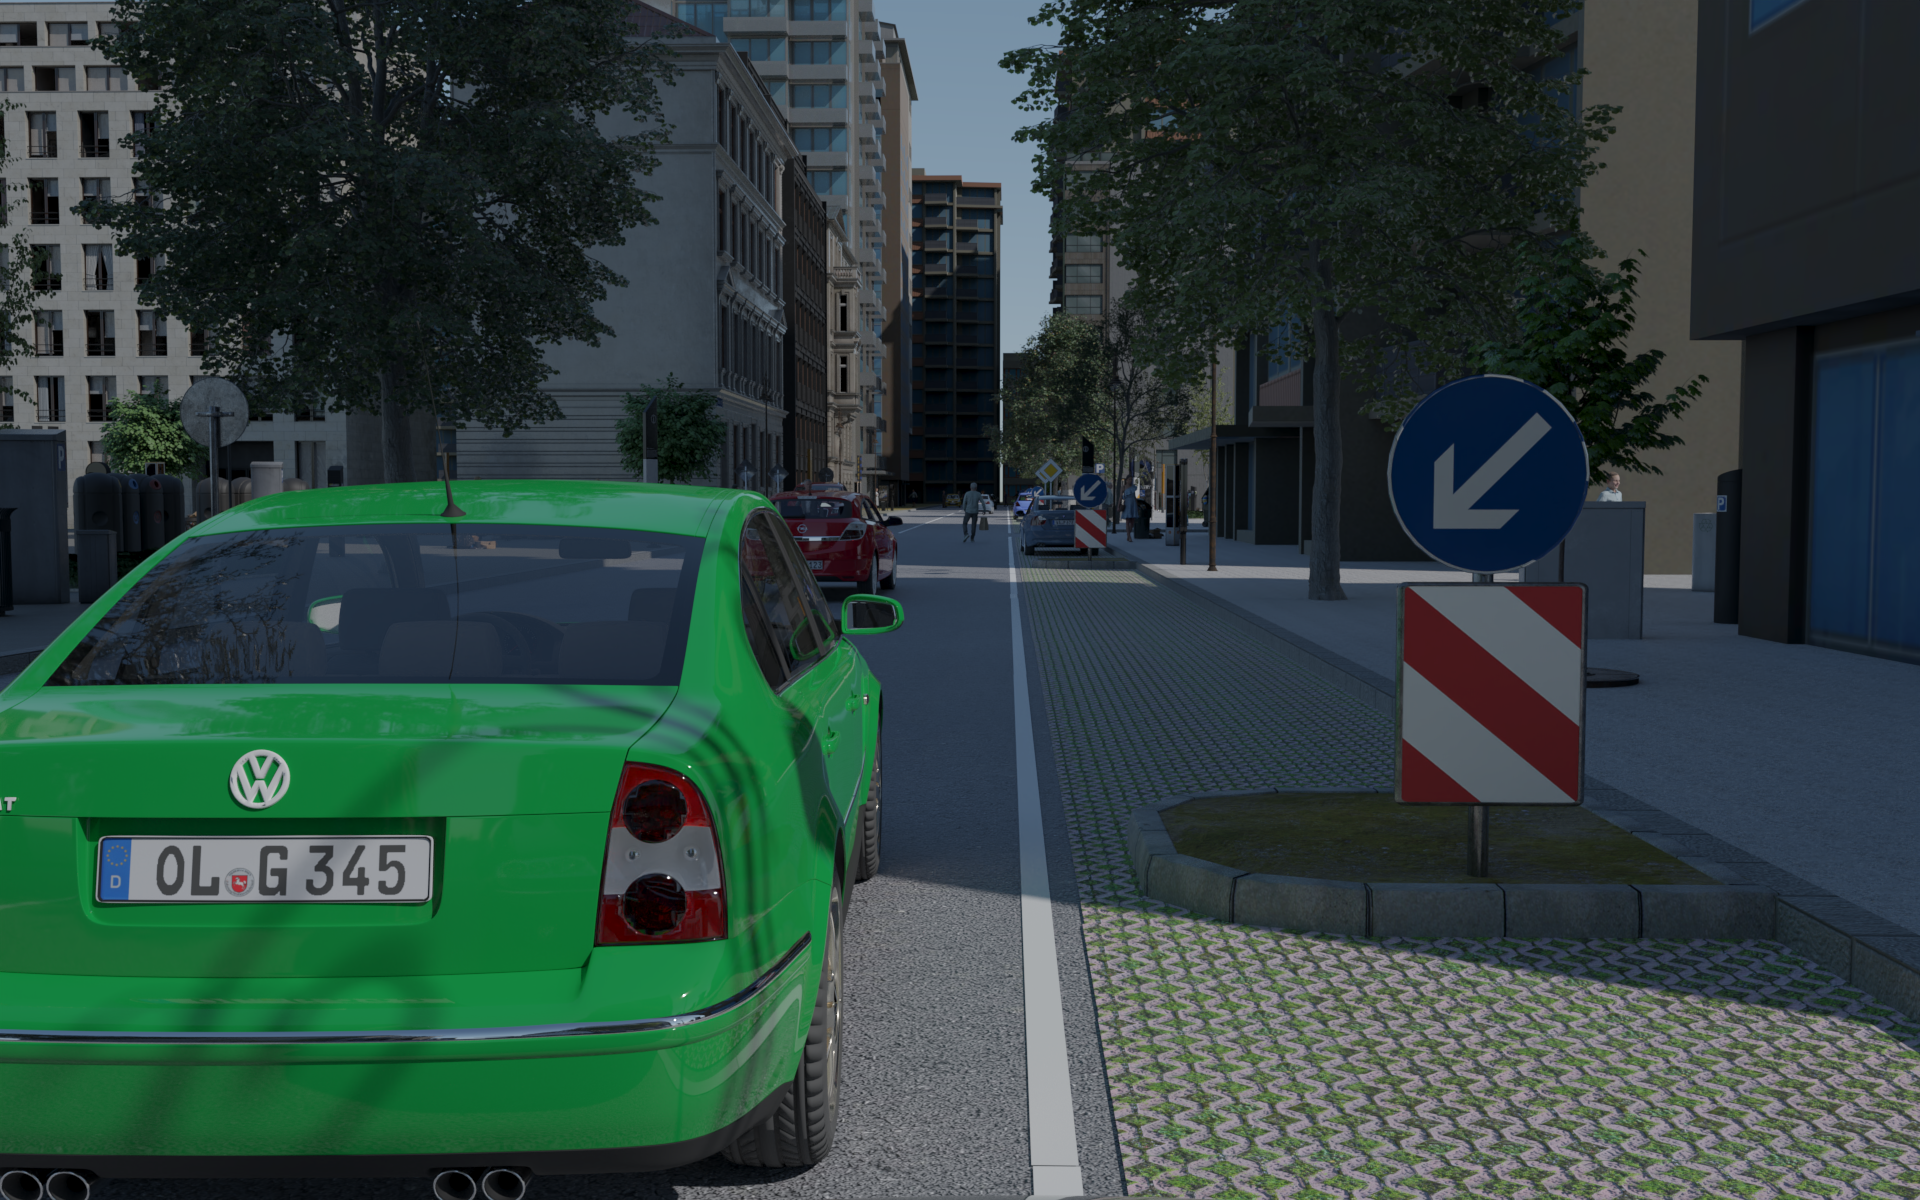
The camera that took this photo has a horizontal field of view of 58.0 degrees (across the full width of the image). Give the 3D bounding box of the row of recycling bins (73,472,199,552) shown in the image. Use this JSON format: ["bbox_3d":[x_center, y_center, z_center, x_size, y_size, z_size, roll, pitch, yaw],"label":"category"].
[{"bbox_3d":[-16.531,-1.673,34.462,1.069,1.692,3.534,0,3,0],"label":"row of recycling bins"}]

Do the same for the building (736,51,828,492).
[{"bbox_3d":[-14.258,-16.243,95.245,12.332,23.373,15.834,0,4,2],"label":"building"}]

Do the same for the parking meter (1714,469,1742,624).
[{"bbox_3d":[7.698,-0.536,17.182,0.372,1.533,0.369,0,3,0],"label":"parking meter"}]

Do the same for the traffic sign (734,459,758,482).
[{"bbox_3d":[-7.015,-3.331,56.653,0.795,2.593,0.064,0,4,2],"label":"traffic sign"}]

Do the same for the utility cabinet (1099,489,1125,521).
[{"bbox_3d":[7.062,-4.392,80.486,1.173,1.500,0.318,2,4,28],"label":"utility cabinet"}]

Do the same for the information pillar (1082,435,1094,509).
[{"bbox_3d":[5.051,-4.724,68.587,0.504,3.616,0.183,0,4,-2],"label":"information pillar"}]

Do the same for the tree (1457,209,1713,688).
[{"bbox_3d":[4.272,-1.055,11.852,1.663,3.219,1.824,0,3,0],"label":"tree"}]

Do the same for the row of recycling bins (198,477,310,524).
[{"bbox_3d":[-17.574,-2.215,43.326,1.069,1.692,3.534,1,4,20],"label":"row of recycling bins"}]

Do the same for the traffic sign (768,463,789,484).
[{"bbox_3d":[-6.799,-3.819,64.635,0.795,2.593,0.064,0,4,2],"label":"traffic sign"}]

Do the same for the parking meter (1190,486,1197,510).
[{"bbox_3d":[16.436,-7.101,121.810,0.399,1.863,0.255,3,5,39],"label":"parking meter"}]

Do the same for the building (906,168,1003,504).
[{"bbox_3d":[-8.609,-35.525,235.452,28.867,44.769,22.147,0,4,2],"label":"building"}]

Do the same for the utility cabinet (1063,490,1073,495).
[{"bbox_3d":[5.562,-4.870,88.303,0.318,1.500,1.173,1,4,22],"label":"utility cabinet"}]

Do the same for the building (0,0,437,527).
[{"bbox_3d":[-31.559,-13.214,70.799,16.860,20.320,10.420,0,4,2],"label":"building"}]

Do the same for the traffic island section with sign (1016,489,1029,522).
[{"bbox_3d":[3.903,-4.952,89.597,1.989,1.847,2.006,0,4,2],"label":"traffic island section with sign"}]

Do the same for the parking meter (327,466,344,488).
[{"bbox_3d":[-12.754,-1.817,35.412,0.255,1.863,0.399,-1,4,-9],"label":"parking meter"}]

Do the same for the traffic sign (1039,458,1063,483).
[{"bbox_3d":[2.975,-3.313,56.363,0.795,2.593,0.064,0,4,2],"label":"traffic sign"}]

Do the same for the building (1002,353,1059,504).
[{"bbox_3d":[20.323,-24.009,237.581,28.899,21.520,27.650,0,4,2],"label":"building"}]

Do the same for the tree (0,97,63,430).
[{"bbox_3d":[-17.455,-4.860,29.827,4.737,8.622,4.395,0,3,0],"label":"tree"}]

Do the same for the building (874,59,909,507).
[{"bbox_3d":[-12.547,-32.255,177.472,14.600,45.320,14.200,0,4,2],"label":"building"}]

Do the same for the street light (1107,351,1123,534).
[{"bbox_3d":[4.991,-5.084,55.913,0.468,5.910,1.993,0,4,2],"label":"street light"}]

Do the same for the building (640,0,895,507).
[{"bbox_3d":[-18.262,-32.745,154.996,23.786,49.044,30.456,0,4,2],"label":"building"}]

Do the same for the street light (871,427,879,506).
[{"bbox_3d":[-5.826,-8.959,119.265,0.468,5.910,1.993,0,4,2],"label":"street light"}]

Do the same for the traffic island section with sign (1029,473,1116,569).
[{"bbox_3d":[2.398,-1.538,33.774,1.989,1.847,2.006,0,4,2],"label":"traffic island section with sign"}]

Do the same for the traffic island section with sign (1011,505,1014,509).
[{"bbox_3d":[4.628,-6.600,116.543,1.989,1.847,2.006,0,4,2],"label":"traffic island section with sign"}]

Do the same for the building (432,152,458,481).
[{"bbox_3d":[-48.125,-33.632,204.511,28.867,44.769,22.147,0,4,2],"label":"building"}]

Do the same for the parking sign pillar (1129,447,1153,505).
[{"bbox_3d":[10.149,-6.649,97.187,1.447,3.967,1.447,0,4,-7],"label":"parking sign pillar"}]

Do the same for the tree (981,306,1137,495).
[{"bbox_3d":[6.297,-11.551,105.861,9.611,12.733,9.660,0,3,0],"label":"tree"}]

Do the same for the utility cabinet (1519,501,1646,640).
[{"bbox_3d":[5.531,-0.262,15.438,1.020,1.237,0.306,0,4,8],"label":"utility cabinet"}]

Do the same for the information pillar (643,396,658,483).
[{"bbox_3d":[-7.360,-3.051,41.246,0.183,3.616,0.504,2,4,25],"label":"information pillar"}]

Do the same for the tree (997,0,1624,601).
[{"bbox_3d":[4.035,-6.277,20.752,7.486,12.596,7.792,0,3,0],"label":"tree"}]

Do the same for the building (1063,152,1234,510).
[{"bbox_3d":[15.805,-23.080,149.052,14.160,30.474,14.107,0,4,2],"label":"building"}]

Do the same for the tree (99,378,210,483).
[{"bbox_3d":[-22.729,-3.998,49.089,4.285,4.588,4.351,0,3,0],"label":"tree"}]

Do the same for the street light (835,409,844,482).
[{"bbox_3d":[-6.387,-7.309,92.287,0.468,5.910,1.993,0,4,2],"label":"street light"}]

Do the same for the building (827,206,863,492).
[{"bbox_3d":[-14.103,-18.432,120.442,14.460,24.649,34.723,0,4,2],"label":"building"}]

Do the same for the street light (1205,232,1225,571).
[{"bbox_3d":[4.204,-3.418,28.679,0.468,5.910,1.993,0,4,2],"label":"street light"}]

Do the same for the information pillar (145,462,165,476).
[{"bbox_3d":[-18.515,-2.165,39.886,0.304,2.012,0.304,1,4,9],"label":"information pillar"}]

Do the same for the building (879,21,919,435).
[{"bbox_3d":[-19.241,-37.409,200.881,27.495,52.752,28.713,0,4,2],"label":"building"}]

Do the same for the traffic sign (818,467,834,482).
[{"bbox_3d":[-6.402,-5.057,82.788,0.768,2.556,0.104,1,4,9],"label":"traffic sign"}]

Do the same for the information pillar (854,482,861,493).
[{"bbox_3d":[-6.186,-6.122,104.586,0.304,2.012,0.304,3,5,41],"label":"information pillar"}]

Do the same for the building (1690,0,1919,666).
[{"bbox_3d":[13.458,-21.861,7.543,14.600,45.320,14.200,0,4,2],"label":"building"}]

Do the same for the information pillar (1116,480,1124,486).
[{"bbox_3d":[8.139,-5.111,88.054,0.304,2.012,0.304,2,4,26],"label":"information pillar"}]

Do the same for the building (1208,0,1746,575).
[{"bbox_3d":[16.984,-23.545,39.590,22.147,44.769,28.867,0,4,2],"label":"building"}]

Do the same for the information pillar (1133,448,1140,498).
[{"bbox_3d":[8.863,-5.860,87.160,0.183,3.616,0.504,3,4,37],"label":"information pillar"}]

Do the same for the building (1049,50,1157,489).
[{"bbox_3d":[20.284,-31.548,170.436,22.147,44.769,28.867,0,4,2],"label":"building"}]

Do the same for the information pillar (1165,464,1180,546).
[{"bbox_3d":[5.286,-2.341,42.773,0.304,2.012,0.304,-3,5,-40],"label":"information pillar"}]

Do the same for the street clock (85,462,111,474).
[{"bbox_3d":[-19.277,-2.093,38.789,0.471,2.002,0.358,0,4,-2],"label":"street clock"}]

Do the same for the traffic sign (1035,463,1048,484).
[{"bbox_3d":[3.191,-3.802,64.345,0.795,2.593,0.064,0,4,2],"label":"traffic sign"}]

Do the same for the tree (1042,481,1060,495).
[{"bbox_3d":[7.403,-9.245,145.755,1.663,3.219,1.824,0,3,0],"label":"tree"}]

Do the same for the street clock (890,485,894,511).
[{"bbox_3d":[-5.174,-7.796,132.029,0.358,2.002,0.471,1,4,16],"label":"street clock"}]

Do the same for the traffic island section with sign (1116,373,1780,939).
[{"bbox_3d":[1.659,0.130,6.501,1.989,1.847,2.006,0,4,2],"label":"traffic island section with sign"}]

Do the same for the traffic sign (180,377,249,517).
[{"bbox_3d":[-8.135,-1.150,18.907,0.768,2.556,0.104,0,4,3],"label":"traffic sign"}]

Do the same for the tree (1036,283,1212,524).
[{"bbox_3d":[6.993,-8.521,73.723,7.601,10.594,8.767,2,4,28],"label":"tree"}]

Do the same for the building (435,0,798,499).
[{"bbox_3d":[-14.069,-14.653,75.725,11.583,22.565,21.152,0,4,2],"label":"building"}]

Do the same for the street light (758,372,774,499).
[{"bbox_3d":[-7.294,-5.659,65.318,0.468,5.910,1.993,0,4,2],"label":"street light"}]
